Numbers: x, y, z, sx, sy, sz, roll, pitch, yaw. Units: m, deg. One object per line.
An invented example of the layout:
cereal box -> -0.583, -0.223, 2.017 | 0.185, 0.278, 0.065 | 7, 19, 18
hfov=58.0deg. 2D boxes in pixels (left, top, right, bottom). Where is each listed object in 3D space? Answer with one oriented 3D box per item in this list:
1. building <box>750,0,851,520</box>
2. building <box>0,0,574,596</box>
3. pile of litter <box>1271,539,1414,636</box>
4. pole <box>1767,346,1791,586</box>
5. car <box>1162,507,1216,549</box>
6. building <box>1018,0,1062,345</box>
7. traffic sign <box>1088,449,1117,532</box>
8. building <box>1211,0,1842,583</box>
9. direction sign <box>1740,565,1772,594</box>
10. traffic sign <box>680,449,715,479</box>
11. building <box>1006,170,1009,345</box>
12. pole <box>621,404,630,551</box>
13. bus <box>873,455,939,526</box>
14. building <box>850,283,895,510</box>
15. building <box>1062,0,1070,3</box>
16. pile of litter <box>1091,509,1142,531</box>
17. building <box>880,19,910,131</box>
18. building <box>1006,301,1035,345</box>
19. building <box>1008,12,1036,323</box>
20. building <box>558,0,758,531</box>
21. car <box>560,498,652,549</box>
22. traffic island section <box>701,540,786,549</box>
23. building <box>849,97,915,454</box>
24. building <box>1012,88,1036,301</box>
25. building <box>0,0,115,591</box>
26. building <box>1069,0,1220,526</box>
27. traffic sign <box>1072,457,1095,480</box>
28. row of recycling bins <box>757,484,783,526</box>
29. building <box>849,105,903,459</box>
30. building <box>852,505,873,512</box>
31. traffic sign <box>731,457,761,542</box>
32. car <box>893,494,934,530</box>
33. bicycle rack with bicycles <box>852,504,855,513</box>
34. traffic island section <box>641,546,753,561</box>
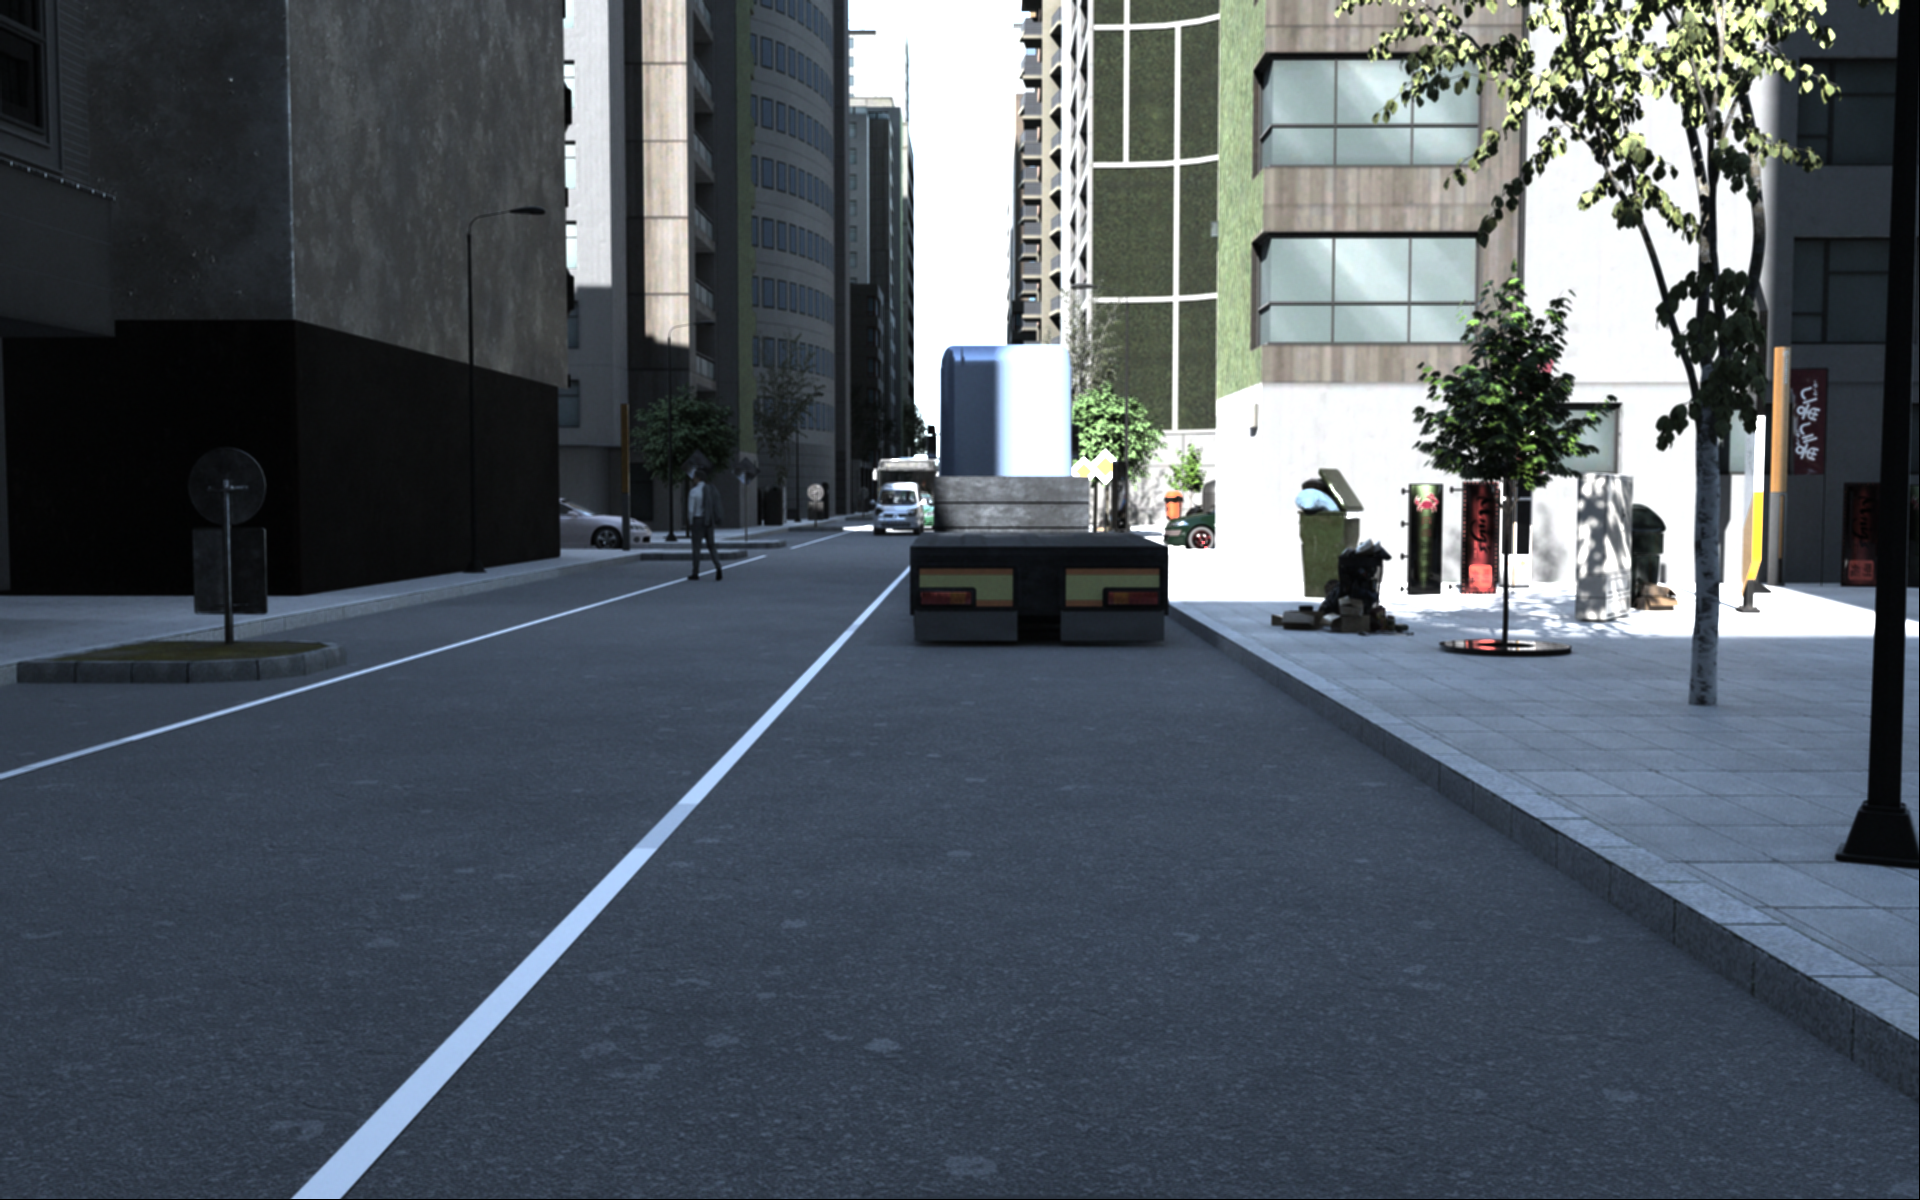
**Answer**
building -> -17.680, -33.887, 96.056 | 21.231, 58.520, 28.212 | 0, 4, 1
building -> -16.563, -9.922, 29.679 | 16.811, 18.784, 16.820 | 0, 4, 1
pile of litter -> 3.614, -0.151, 16.429 | 1.176, 0.858, 1.719 | 0, 4, -6
pole -> 11.389, -1.849, 24.075 | 0.158, 3.312, 0.155 | 0, 3, 0
car -> 7.129, -2.029, 42.953 | 4.222, 1.686, 2.009 | 0, 4, 2
building -> 15.887, -29.629, 139.058 | 22.147, 44.769, 28.867 | 0, 4, 1
traffic sign -> 3.235, -2.138, 38.592 | 0.795, 2.450, 0.064 | 0, 4, 1
building -> 11.432, -15.853, 30.905 | 14.160, 30.474, 14.107 | 0, 4, 1
direction sign -> 10.347, -1.860, 22.405 | 0.379, 3.537, 0.876 | 2, 4, 26
traffic sign -> -5.858, -2.145, 38.714 | 0.795, 2.450, 0.064 | 0, 4, 1
building -> 17.317, -37.992, 244.877 | 21.300, 48.544, 21.600 | 0, 4, 1
pole -> -7.592, -2.782, 39.322 | 0.158, 3.312, 0.155 | 0, 3, 0
bus -> -2.225, -5.306, 81.618 | 2.948, 3.499, 13.247 | 0, 4, 1
building -> -20.408, -19.088, 157.120 | 27.650, 21.520, 28.899 | 0, 4, 1
building -> 16.700, -34.482, 105.781 | 21.231, 58.520, 28.212 | 0, 4, 1
pile of litter -> 5.446, -2.823, 60.122 | 1.719, 0.858, 1.176 | 1, 4, 15
building -> -15.855, -50.664, 266.608 | 20.563, 71.187, 20.611 | 0, 4, 1
building -> 18.585, -19.828, 169.219 | 27.650, 21.520, 28.899 | 0, 4, 1
building -> 16.641, -41.425, 219.297 | 21.231, 58.520, 28.212 | 0, 4, 1
building -> -15.220, -23.114, 61.514 | 14.154, 41.232, 14.086 | 0, 4, 1
car -> -10.197, -1.911, 43.608 | 4.827, 1.381, 2.083 | 0, 4, -1
traffic island section -> -5.793, -1.497, 46.761 | 2.009, 0.180, 2.903 | 0, 4, 1
building -> -16.676, -36.201, 215.586 | 21.300, 48.544, 21.600 | 0, 4, 1
building -> 12.791, -33.025, 190.067 | 14.600, 45.320, 14.200 | 0, 4, 1
building -> -15.358, -12.944, 5.148 | 14.314, 27.812, 24.014 | 0, 4, 1
building -> 13.208, -38.827, 73.080 | 20.563, 71.187, 20.611 | 0, 4, 1
traffic sign -> 3.324, -2.626, 46.577 | 0.795, 2.450, 0.064 | 0, 4, 1
row of recycling bins -> -8.998, -3.909, 71.029 | 3.534, 1.692, 1.069 | 0, 4, 5
building -> -13.176, -30.232, 177.891 | 14.154, 41.232, 14.086 | 0, 4, 1
building -> -17.179, -42.361, 130.858 | 20.563, 71.187, 20.611 | 0, 4, 1
traffic sign -> -5.769, -2.633, 46.699 | 0.795, 2.450, 0.064 | 0, 4, 1
car -> -1.785, -3.548, 69.816 | 2.131, 1.459, 4.920 | 0, 4, -1
bicycle rack with bicycles -> -8.034, -6.207, 114.867 | 2.852, 0.926, 2.925 | 3, 5, 43
traffic island section -> -5.882, -1.009, 38.776 | 2.009, 0.180, 2.903 | 0, 4, 1
